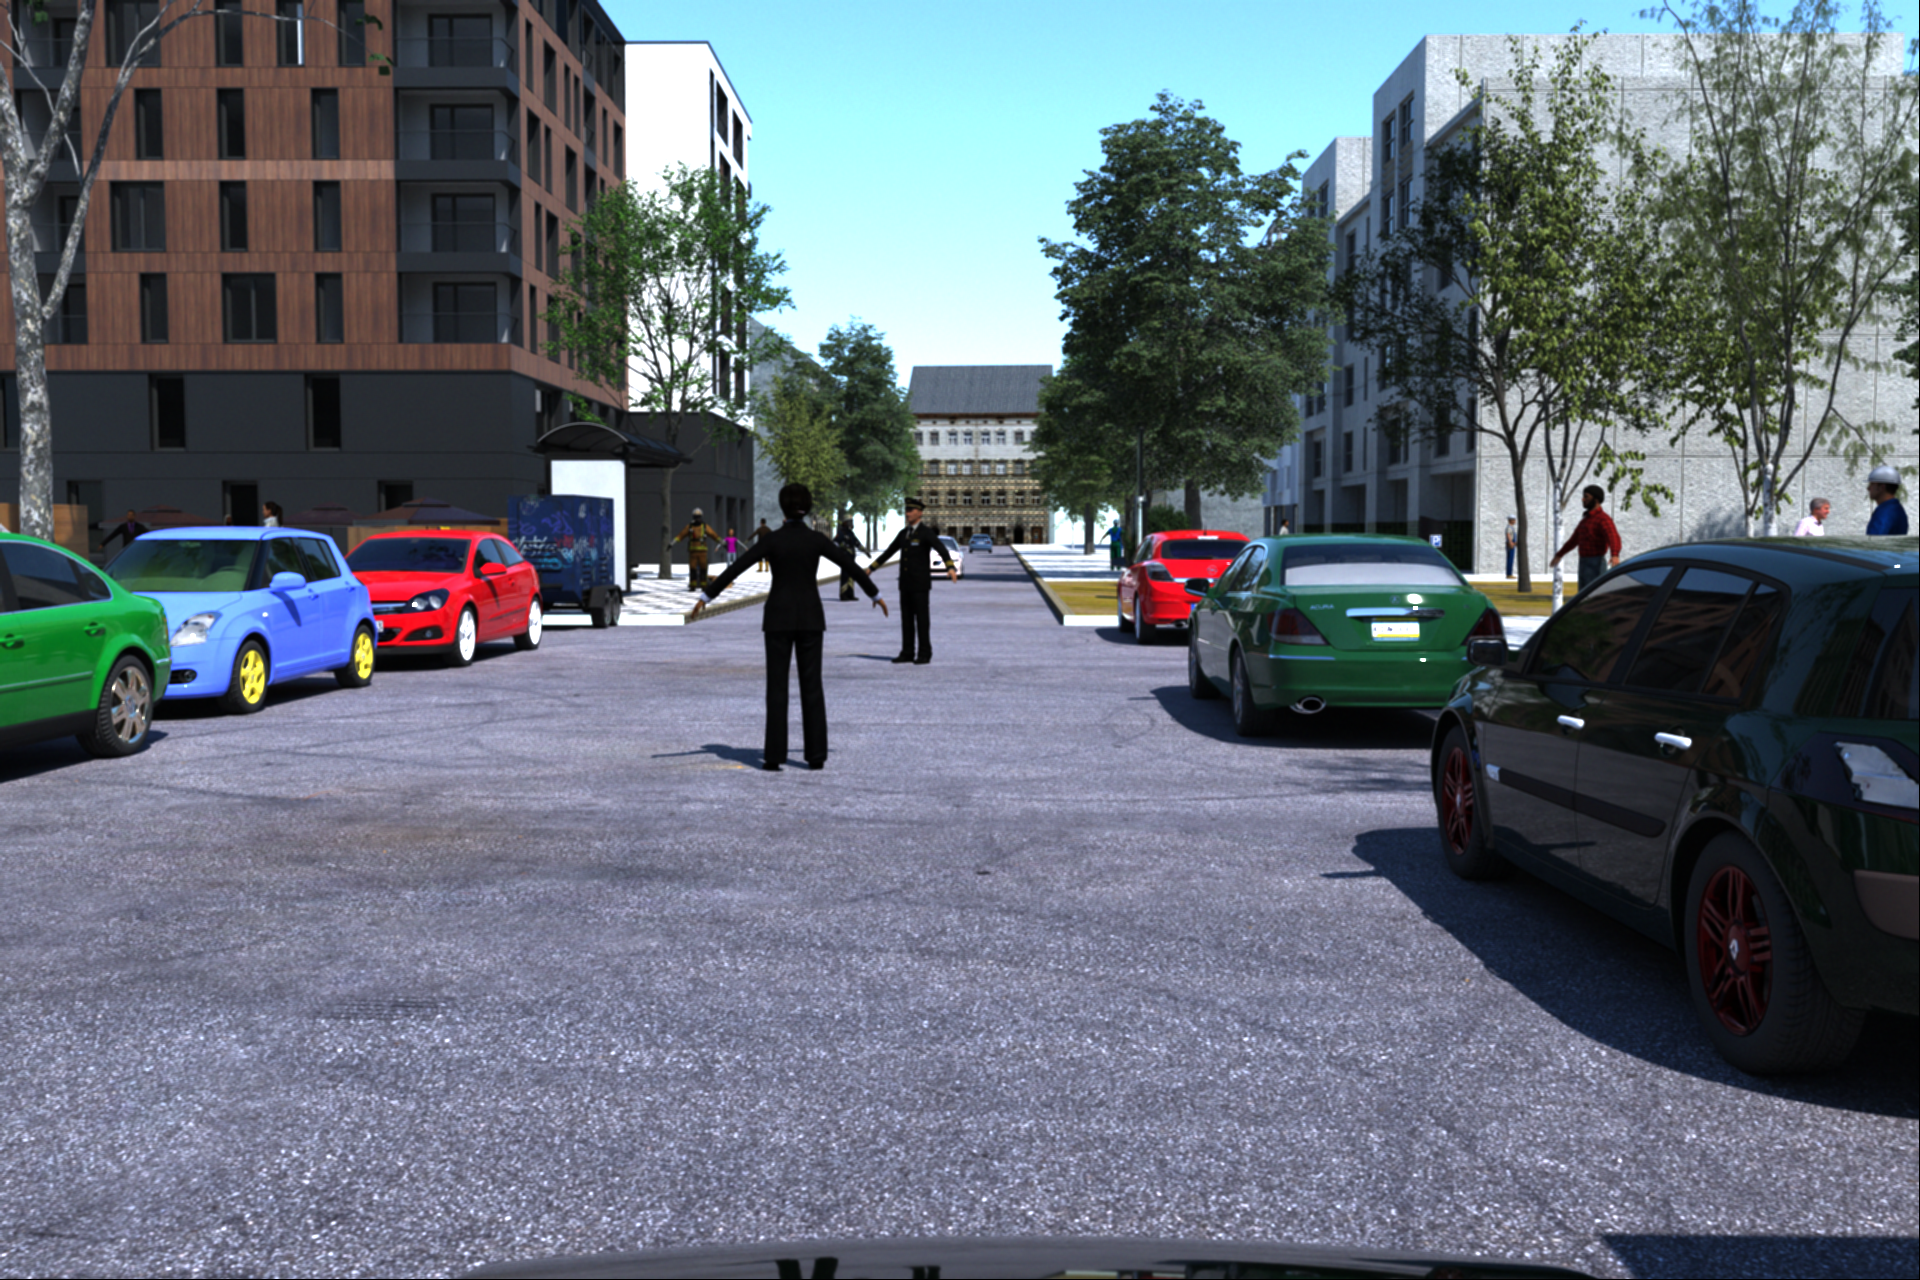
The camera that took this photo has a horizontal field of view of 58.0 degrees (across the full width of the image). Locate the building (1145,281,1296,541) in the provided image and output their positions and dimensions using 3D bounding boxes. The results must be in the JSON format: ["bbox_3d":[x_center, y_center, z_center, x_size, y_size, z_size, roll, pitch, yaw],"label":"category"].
[{"bbox_3d":[26.148,-19.493,149.634,19.493,23.208,18.063,0,4,1],"label":"building"}]

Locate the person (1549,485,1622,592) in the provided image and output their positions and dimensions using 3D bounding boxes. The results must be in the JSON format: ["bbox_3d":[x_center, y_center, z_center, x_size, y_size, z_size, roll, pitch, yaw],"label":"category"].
[{"bbox_3d":[6.868,-0.782,18.901,0.704,1.816,1.345,-1,4,-9],"label":"person"}]

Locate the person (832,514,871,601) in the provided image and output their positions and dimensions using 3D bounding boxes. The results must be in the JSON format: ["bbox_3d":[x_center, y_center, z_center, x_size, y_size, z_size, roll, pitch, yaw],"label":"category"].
[{"bbox_3d":[-2.382,-1.761,37.035,0.705,1.856,1.354,2,4,34],"label":"person"}]

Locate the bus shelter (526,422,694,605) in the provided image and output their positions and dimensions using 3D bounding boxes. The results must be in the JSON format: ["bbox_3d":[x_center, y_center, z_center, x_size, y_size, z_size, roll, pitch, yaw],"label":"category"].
[{"bbox_3d":[-6.716,-2.449,33.968,2.014,3.302,5.546,0,4,2],"label":"bus shelter"}]

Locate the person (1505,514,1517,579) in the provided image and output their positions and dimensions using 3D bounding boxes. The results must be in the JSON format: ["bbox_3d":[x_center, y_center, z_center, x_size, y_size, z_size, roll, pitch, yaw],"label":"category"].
[{"bbox_3d":[15.816,-2.678,49.649,0.705,1.847,1.347,1,4,23],"label":"person"}]

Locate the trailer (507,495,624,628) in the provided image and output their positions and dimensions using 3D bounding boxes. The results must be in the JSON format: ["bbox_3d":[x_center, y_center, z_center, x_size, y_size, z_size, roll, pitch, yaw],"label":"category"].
[{"bbox_3d":[-6.075,-1.154,25.912,1.471,1.999,3.904,0,4,1],"label":"trailer"}]

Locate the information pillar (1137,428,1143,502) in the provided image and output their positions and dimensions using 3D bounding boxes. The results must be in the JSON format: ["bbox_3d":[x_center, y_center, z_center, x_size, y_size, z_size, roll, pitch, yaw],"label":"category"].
[{"bbox_3d":[3.997,-2.882,38.481,0.183,3.616,0.504,0,4,-1],"label":"information pillar"}]

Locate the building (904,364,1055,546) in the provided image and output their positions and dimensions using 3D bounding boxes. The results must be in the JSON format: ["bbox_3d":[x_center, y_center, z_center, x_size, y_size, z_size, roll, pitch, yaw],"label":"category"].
[{"bbox_3d":[2.922,-23.870,223.664,18.063,23.208,19.493,0,4,5],"label":"building"}]

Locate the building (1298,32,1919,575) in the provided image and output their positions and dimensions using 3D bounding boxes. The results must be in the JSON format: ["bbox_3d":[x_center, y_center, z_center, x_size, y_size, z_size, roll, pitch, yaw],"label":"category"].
[{"bbox_3d":[24.960,-12.449,69.994,16.747,18.905,31.486,0,4,1],"label":"building"}]

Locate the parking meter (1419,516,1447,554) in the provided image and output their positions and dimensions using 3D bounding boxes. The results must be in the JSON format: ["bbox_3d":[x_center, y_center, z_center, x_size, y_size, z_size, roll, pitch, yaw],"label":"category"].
[{"bbox_3d":[6.582,-0.962,24.144,0.372,1.533,0.369,0,3,0],"label":"parking meter"}]

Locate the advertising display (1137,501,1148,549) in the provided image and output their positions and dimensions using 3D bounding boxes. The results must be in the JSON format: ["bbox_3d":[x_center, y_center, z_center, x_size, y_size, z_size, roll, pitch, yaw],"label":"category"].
[{"bbox_3d":[3.591,-1.769,34.136,0.123,1.923,0.974,0,4,1],"label":"advertising display"}]

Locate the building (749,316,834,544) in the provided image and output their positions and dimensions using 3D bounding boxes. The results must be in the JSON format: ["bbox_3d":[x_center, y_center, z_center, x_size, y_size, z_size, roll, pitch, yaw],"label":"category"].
[{"bbox_3d":[-22.081,-20.233,161.738,19.493,23.208,18.063,0,4,2],"label":"building"}]

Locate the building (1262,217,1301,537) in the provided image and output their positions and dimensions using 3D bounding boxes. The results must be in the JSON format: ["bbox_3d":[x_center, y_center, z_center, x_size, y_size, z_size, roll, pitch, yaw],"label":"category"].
[{"bbox_3d":[23.592,-15.165,104.376,16.016,20.090,11.380,0,4,2],"label":"building"}]

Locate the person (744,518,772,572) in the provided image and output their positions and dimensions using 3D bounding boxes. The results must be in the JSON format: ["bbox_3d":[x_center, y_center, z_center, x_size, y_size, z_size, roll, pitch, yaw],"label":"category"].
[{"bbox_3d":[-6.638,-3.191,58.308,1.346,1.812,0.704,-2,4,-35],"label":"person"}]

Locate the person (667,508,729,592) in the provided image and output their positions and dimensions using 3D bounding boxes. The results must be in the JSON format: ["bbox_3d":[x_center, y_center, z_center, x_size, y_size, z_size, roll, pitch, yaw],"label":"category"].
[{"bbox_3d":[-5.792,-1.987,38.260,1.354,1.858,0.705,0,4,-5],"label":"person"}]

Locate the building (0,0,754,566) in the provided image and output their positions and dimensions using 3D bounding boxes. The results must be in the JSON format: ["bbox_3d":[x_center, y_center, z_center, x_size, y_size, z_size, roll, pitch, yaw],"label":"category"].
[{"bbox_3d":[-24.381,-13.835,70.171,27.936,21.610,32.646,0,4,1],"label":"building"}]

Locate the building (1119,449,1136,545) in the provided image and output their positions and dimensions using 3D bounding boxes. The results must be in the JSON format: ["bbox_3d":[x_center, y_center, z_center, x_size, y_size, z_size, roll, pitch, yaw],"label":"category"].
[{"bbox_3d":[27.740,-22.123,192.638,19.493,23.208,18.063,0,4,1],"label":"building"}]

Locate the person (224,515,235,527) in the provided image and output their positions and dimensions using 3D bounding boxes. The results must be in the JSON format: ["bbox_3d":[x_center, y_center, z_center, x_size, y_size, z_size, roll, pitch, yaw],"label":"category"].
[{"bbox_3d":[-20.233,-2.558,47.953,1.348,1.813,0.705,-3,5,-42],"label":"person"}]

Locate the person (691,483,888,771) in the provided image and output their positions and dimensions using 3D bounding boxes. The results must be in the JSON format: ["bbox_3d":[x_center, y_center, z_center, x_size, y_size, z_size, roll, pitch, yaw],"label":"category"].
[{"bbox_3d":[-1.026,-0.085,10.575,1.216,1.740,0.721,-1,4,-16],"label":"person"}]

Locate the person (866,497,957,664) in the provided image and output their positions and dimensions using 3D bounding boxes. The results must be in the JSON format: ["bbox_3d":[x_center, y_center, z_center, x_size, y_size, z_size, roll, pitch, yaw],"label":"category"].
[{"bbox_3d":[-0.522,-0.661,19.200,1.347,1.837,0.705,3,5,39],"label":"person"}]

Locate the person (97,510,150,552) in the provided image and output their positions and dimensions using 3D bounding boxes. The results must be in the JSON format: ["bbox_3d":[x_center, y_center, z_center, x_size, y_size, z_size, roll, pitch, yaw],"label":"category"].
[{"bbox_3d":[-17.965,-1.918,37.586,1.346,1.802,0.704,-1,4,-21],"label":"person"}]

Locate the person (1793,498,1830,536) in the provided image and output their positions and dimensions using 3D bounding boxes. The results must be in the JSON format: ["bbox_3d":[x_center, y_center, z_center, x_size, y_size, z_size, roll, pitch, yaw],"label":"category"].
[{"bbox_3d":[10.078,-0.821,20.413,0.756,1.711,0.436,-2,4,-32],"label":"person"}]

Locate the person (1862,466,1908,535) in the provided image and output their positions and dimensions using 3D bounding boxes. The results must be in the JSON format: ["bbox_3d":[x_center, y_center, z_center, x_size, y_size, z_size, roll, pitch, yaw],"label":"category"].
[{"bbox_3d":[7.586,-0.515,14.308,0.705,1.842,1.347,3,5,40],"label":"person"}]

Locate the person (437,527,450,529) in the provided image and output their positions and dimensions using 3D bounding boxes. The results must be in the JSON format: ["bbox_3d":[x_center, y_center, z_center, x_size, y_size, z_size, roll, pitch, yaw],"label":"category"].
[{"bbox_3d":[-12.371,-2.125,41.212,0.721,1.772,1.216,2,4,27],"label":"person"}]

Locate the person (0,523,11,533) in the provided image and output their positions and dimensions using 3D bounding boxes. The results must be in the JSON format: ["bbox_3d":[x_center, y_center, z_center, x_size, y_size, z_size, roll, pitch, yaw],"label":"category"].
[{"bbox_3d":[-10.589,-0.757,18.845,0.721,1.778,1.216,2,4,35],"label":"person"}]

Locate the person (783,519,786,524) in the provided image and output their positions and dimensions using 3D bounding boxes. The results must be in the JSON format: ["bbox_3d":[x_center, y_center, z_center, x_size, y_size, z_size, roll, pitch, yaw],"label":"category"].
[{"bbox_3d":[-6.110,-3.329,60.696,1.348,1.796,0.705,0,4,5],"label":"person"}]

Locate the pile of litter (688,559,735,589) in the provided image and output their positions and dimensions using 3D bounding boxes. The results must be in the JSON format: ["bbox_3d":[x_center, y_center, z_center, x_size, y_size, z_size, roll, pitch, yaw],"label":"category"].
[{"bbox_3d":[-5.948,-1.667,41.226,1.176,0.858,1.719,0,4,2],"label":"pile of litter"}]

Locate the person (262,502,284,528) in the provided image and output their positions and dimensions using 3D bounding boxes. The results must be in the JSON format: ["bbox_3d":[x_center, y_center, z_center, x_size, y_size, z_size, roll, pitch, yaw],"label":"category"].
[{"bbox_3d":[-9.633,-1.052,24.033,0.721,1.735,1.217,0,4,2],"label":"person"}]

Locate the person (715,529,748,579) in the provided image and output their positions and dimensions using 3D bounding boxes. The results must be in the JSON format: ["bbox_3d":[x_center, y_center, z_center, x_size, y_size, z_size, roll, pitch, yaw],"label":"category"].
[{"bbox_3d":[-6.488,-2.444,49.231,0.991,1.433,0.599,-1,4,-23],"label":"person"}]

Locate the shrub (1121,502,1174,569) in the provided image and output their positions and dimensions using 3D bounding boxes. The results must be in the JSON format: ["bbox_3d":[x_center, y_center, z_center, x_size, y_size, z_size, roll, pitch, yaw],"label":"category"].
[{"bbox_3d":[4.853,-2.365,42.703,1.661,2.075,1.752,0,3,0],"label":"shrub"}]

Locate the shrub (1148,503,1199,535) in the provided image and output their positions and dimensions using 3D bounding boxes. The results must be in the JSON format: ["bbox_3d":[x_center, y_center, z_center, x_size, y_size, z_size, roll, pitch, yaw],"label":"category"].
[{"bbox_3d":[4.895,-2.196,40.317,1.690,2.028,1.600,0,3,0],"label":"shrub"}]

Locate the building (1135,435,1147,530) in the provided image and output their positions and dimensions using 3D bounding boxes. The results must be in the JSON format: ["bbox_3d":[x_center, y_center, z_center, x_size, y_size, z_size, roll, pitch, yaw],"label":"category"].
[{"bbox_3d":[27.186,-20.666,168.814,19.493,23.208,18.063,0,4,1],"label":"building"}]

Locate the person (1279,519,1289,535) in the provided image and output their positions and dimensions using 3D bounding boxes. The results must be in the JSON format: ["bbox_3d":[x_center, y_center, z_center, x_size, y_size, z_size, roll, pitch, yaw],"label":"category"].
[{"bbox_3d":[11.608,-3.398,61.752,0.705,1.806,1.347,2,4,31],"label":"person"}]

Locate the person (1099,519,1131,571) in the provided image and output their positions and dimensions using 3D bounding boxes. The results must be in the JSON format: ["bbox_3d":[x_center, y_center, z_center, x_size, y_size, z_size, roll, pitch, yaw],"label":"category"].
[{"bbox_3d":[5.482,-3.340,60.736,1.347,1.817,0.704,2,4,27],"label":"person"}]
